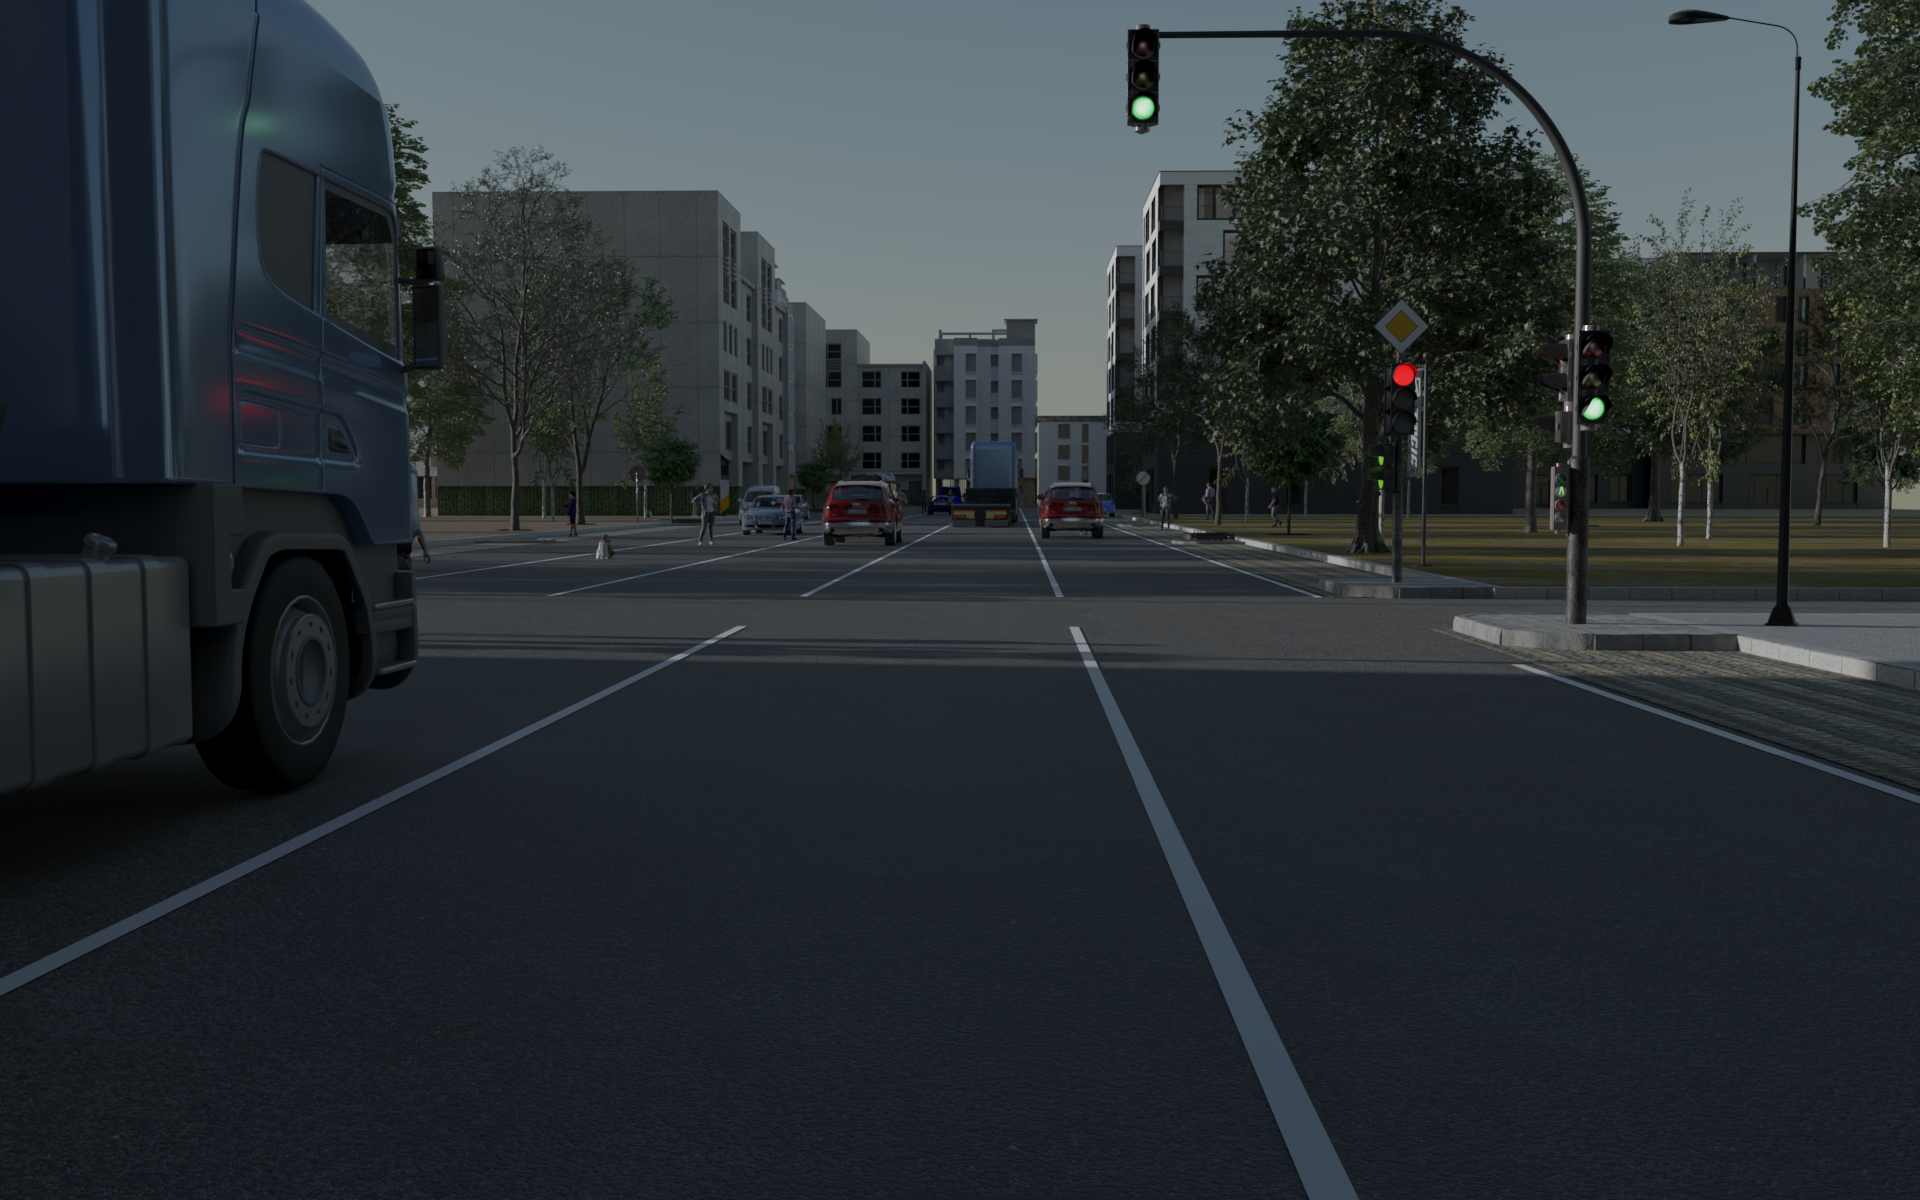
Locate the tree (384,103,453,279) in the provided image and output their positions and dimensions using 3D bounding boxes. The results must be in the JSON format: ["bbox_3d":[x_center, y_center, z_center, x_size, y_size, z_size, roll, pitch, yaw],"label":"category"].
[{"bbox_3d":[-16.098,-7.658,43.337,7.486,12.596,7.792,0,3,0],"label":"tree"}]

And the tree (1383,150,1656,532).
[{"bbox_3d":[19.280,-8.509,57.248,7.486,12.596,7.792,0,3,0],"label":"tree"}]

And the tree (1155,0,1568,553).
[{"bbox_3d":[9.098,-7.383,37.727,9.611,12.733,9.660,0,3,0],"label":"tree"}]

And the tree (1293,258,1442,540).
[{"bbox_3d":[11.312,-5.883,46.542,4.360,8.622,3.978,0,3,0],"label":"tree"}]

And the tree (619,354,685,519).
[{"bbox_3d":[-16.524,-8.595,90.890,4.737,8.622,4.395,0,3,0],"label":"tree"}]

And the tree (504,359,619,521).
[{"bbox_3d":[-19.573,-8.095,82.708,4.737,8.622,4.395,0,3,0],"label":"tree"}]

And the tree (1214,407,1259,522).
[{"bbox_3d":[13.345,-7.942,80.222,4.737,8.622,4.395,0,3,0],"label":"tree"}]

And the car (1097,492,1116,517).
[{"bbox_3d":[8.682,-5.960,107.039,1.945,1.707,3.694,0,4,2],"label":"car"}]

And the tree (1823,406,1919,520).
[{"bbox_3d":[52.527,-7.259,81.583,20.602,7.101,11.467,1,4,10],"label":"tree"}]

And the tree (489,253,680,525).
[{"bbox_3d":[-15.794,-8.964,72.322,9.928,11.665,9.643,0,3,0],"label":"tree"}]

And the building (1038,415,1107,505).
[{"bbox_3d":[22.472,-15.115,189.269,28.070,9.664,9.099,0,4,2],"label":"building"}]

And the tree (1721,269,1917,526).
[{"bbox_3d":[34.888,-8.285,69.873,8.767,10.594,7.601,0,4,-1],"label":"tree"}]

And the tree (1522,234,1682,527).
[{"bbox_3d":[24.796,-8.742,68.686,9.928,11.665,9.643,0,3,0],"label":"tree"}]

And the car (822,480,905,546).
[{"bbox_3d":[-2.753,-2.510,49.710,2.281,1.827,5.304,0,4,1],"label":"car"}]

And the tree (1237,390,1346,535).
[{"bbox_3d":[10.390,-4.328,54.473,4.285,4.588,4.351,0,3,0],"label":"tree"}]

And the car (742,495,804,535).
[{"bbox_3d":[-6.663,-3.063,62.076,2.014,1.417,4.499,0,4,2],"label":"car"}]

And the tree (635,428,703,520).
[{"bbox_3d":[-14.458,-6.267,86.186,4.285,4.588,4.351,0,3,0],"label":"tree"}]

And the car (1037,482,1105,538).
[{"bbox_3d":[3.700,-2.984,57.458,2.281,1.827,5.304,0,4,3],"label":"car"}]

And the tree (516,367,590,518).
[{"bbox_3d":[-22.019,-8.675,92.191,4.360,8.622,3.978,0,3,0],"label":"tree"}]

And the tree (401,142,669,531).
[{"bbox_3d":[-15.477,-9.171,60.315,12.009,13.543,11.850,0,3,0],"label":"tree"}]

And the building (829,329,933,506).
[{"bbox_3d":[-19.195,-20.067,194.546,31.486,18.905,16.747,0,4,2],"label":"building"}]

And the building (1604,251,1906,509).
[{"bbox_3d":[64.014,-19.350,160.351,32.646,21.610,27.936,0,4,2],"label":"building"}]

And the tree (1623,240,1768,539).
[{"bbox_3d":[21.302,-6.065,49.532,4.737,8.622,4.395,0,3,0],"label":"tree"}]

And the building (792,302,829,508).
[{"bbox_3d":[-29.645,-18.475,168.524,31.486,18.905,16.747,0,4,2],"label":"building"}]

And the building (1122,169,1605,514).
[{"bbox_3d":[27.004,-17.226,125.619,27.936,21.610,32.646,0,4,2],"label":"building"}]

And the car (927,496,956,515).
[{"bbox_3d":[-1.299,-6.525,119.271,1.945,1.354,3.894,0,4,2],"label":"car"}]

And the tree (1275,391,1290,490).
[{"bbox_3d":[18.976,-8.855,95.134,4.360,8.622,3.978,0,3,0],"label":"tree"}]

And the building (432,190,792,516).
[{"bbox_3d":[-21.955,-15.329,117.088,16.747,18.905,31.486,0,4,2],"label":"building"}]

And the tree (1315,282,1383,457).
[{"bbox_3d":[20.773,-10.040,82.288,7.486,12.596,7.792,0,3,0],"label":"tree"}]

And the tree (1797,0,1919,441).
[{"bbox_3d":[18.978,-7.485,29.029,9.857,13.997,8.962,0,3,0],"label":"tree"}]

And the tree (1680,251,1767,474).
[{"bbox_3d":[32.395,-9.997,80.464,9.611,12.733,9.660,0,3,0],"label":"tree"}]

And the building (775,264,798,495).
[{"bbox_3d":[-22.389,-17.946,149.831,16.016,20.091,11.380,0,4,2],"label":"building"}]

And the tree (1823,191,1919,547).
[{"bbox_3d":[22.424,-5.566,41.372,4.737,8.622,4.395,0,3,0],"label":"tree"}]

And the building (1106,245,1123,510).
[{"bbox_3d":[27.231,-19.230,158.385,27.936,21.610,32.646,0,4,2],"label":"building"}]

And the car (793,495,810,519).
[{"bbox_3d":[-9.499,-5.190,96.862,2.014,1.417,4.499,0,4,4],"label":"car"}]

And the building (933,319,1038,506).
[{"bbox_3d":[2.879,-20.618,193.516,11.380,20.091,16.016,0,4,2],"label":"building"}]

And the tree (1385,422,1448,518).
[{"bbox_3d":[24.325,-8.739,93.248,4.737,8.622,4.395,0,3,0],"label":"tree"}]

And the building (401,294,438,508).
[{"bbox_3d":[-51.057,-19.148,169.483,11.380,20.091,16.016,0,4,2],"label":"building"}]

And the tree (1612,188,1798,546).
[{"bbox_3d":[18.078,-5.643,42.623,4.360,8.622,3.978,0,3,0],"label":"tree"}]

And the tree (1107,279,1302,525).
[{"bbox_3d":[11.048,-8.406,71.848,7.601,10.594,8.767,-2,4,-27],"label":"tree"}]

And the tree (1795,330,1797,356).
[{"bbox_3d":[30.205,-6.452,55.859,4.360,8.622,3.978,0,3,0],"label":"tree"}]
